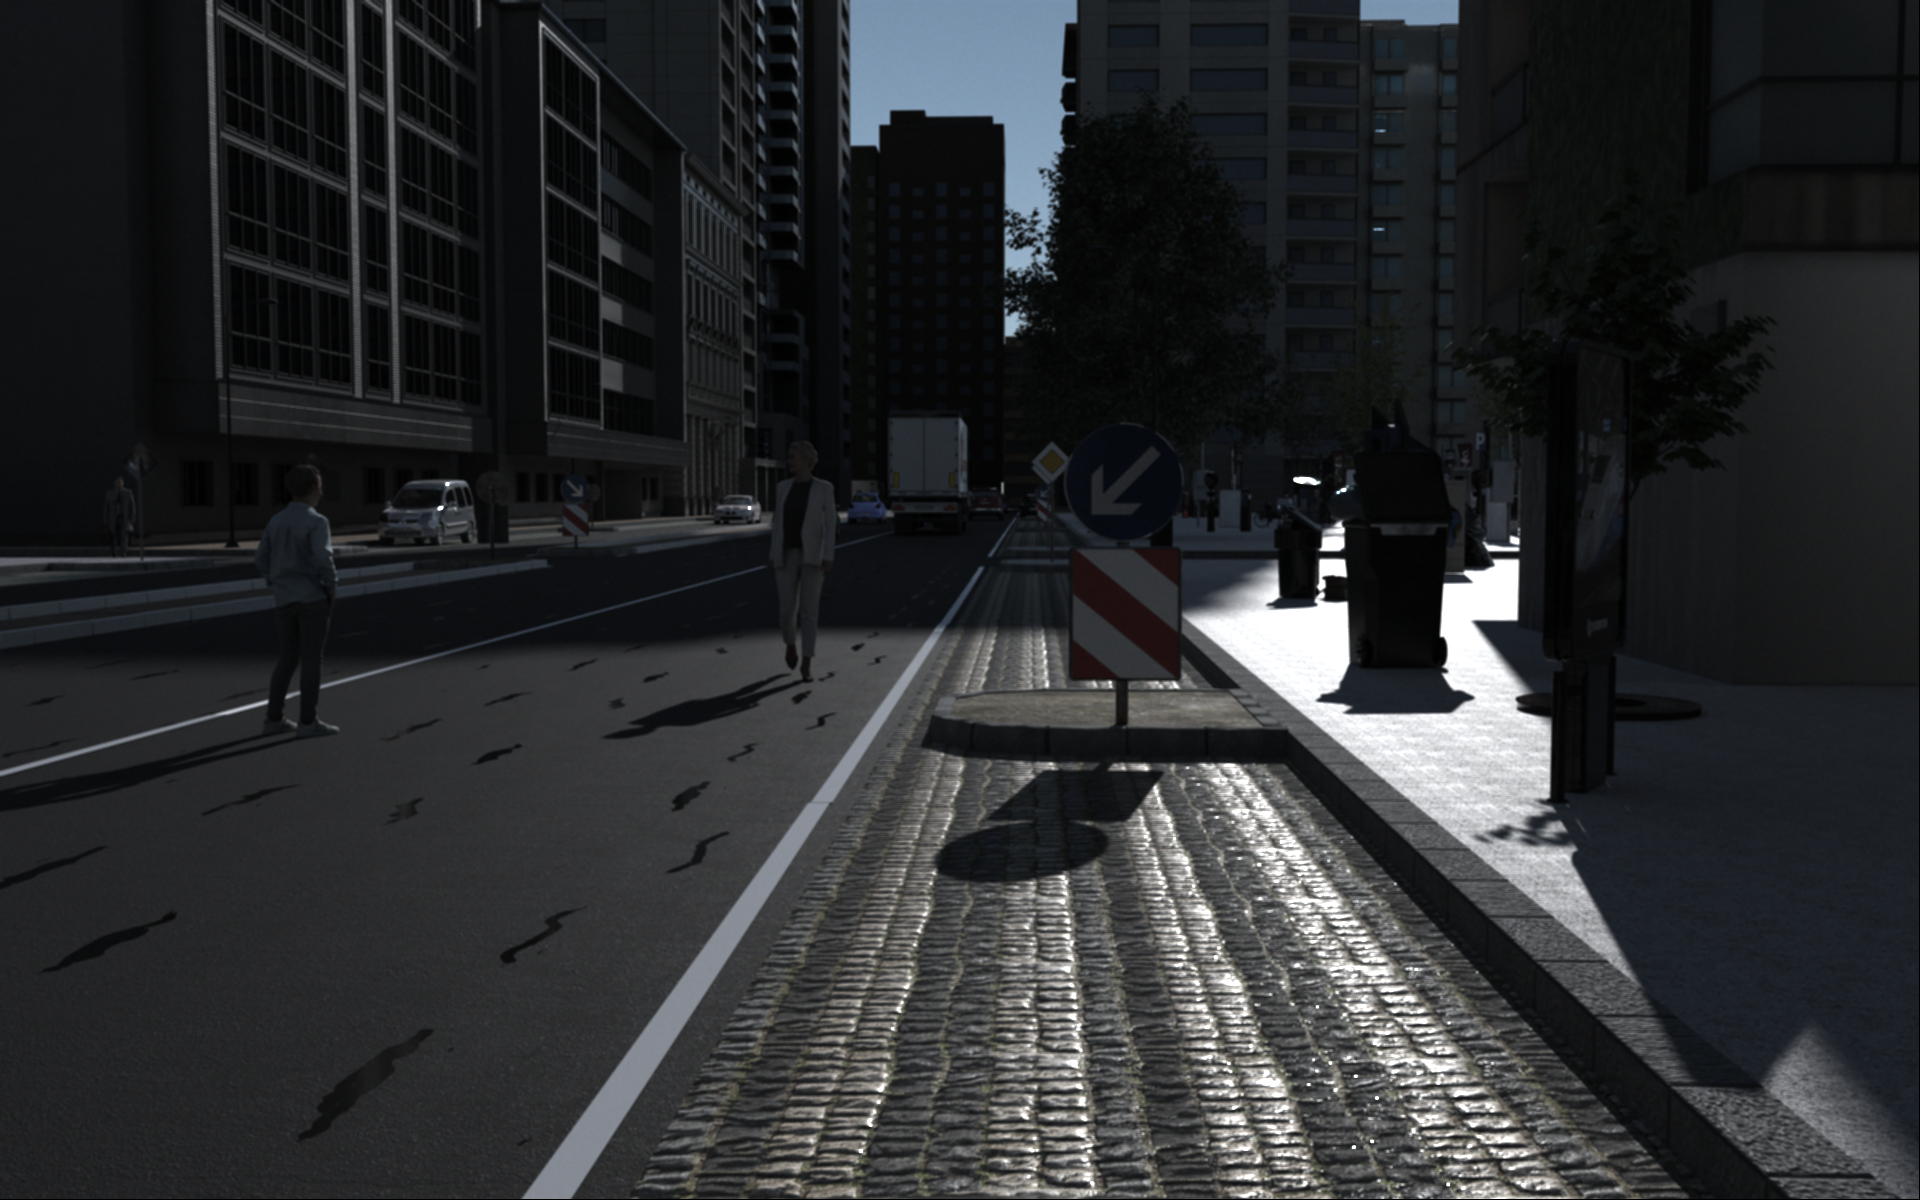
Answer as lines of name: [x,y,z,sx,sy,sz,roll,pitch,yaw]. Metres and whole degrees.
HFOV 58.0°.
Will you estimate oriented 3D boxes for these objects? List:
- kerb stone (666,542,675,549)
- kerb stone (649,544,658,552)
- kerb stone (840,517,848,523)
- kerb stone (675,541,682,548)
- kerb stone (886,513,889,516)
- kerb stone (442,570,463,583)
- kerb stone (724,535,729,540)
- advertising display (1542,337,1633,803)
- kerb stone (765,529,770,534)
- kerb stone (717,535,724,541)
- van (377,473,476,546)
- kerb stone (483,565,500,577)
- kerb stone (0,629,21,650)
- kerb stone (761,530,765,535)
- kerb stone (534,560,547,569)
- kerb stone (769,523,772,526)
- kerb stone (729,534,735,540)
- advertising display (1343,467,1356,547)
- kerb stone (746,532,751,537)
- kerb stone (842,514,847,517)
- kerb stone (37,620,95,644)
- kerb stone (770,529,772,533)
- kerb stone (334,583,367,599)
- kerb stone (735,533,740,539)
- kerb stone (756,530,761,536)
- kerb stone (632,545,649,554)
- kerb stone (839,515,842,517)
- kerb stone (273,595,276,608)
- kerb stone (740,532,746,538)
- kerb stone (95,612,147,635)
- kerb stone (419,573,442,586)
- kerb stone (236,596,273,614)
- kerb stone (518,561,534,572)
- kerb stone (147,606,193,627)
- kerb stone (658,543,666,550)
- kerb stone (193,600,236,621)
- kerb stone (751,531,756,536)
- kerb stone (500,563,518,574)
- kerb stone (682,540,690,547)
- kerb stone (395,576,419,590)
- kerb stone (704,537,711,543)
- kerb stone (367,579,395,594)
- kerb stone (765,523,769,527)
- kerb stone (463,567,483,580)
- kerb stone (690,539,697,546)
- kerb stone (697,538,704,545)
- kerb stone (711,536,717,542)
kerb stone: [-7.684,-1.405,45.235,0.120,0.150,1.000,0,4,2]
kerb stone: [-7.764,-1.284,43.189,0.120,0.150,1.000,0,4,2]
kerb stone: [-5.895,-4.042,88.288,0.120,0.150,1.000,0,4,2]
kerb stone: [-7.644,-1.469,46.256,0.120,0.150,1.000,0,4,2]
kerb stone: [-4.791,-5.668,114.917,0.120,0.150,1.000,0,4,2]
kerb stone: [-8.380,-0.372,28.284,0.120,0.150,1.000,0,4,2]
kerb stone: [-7.342,-1.910,53.447,0.120,0.150,1.000,0,4,2]
advertising display: [2.729,-0.141,7.523,0.123,1.923,0.974,2,4,34]
kerb stone: [-6.999,-2.414,61.659,0.120,0.150,1.000,0,4,2]
kerb stone: [-7.382,-1.849,52.419,0.120,0.150,1.000,0,4,2]
van: [-15.067,-2.567,48.988,2.013,2.044,4.112,0,4,2]
kerb stone: [-8.304,-0.497,30.327,0.120,0.150,1.000,0,4,2]
kerb stone: [-8.892,0.380,15.985,0.120,0.150,1.000,0,4,2]
kerb stone: [-7.040,-2.351,60.630,0.120,0.150,1.000,0,4,2]
kerb stone: [-8.167,-0.685,33.428,0.120,0.150,1.000,0,4,2]
kerb stone: [-8.502,-3.290,76.102,0.120,0.150,1.000,0,4,2]
kerb stone: [-7.292,-1.974,54.468,0.120,0.150,1.000,0,4,2]
advertising display: [9.797,-2.254,42.074,0.974,1.923,0.123,0,4,-2]
kerb stone: [-7.171,-2.162,57.543,0.120,0.150,1.000,0,4,2]
kerb stone: [-7.224,-5.178,106.851,0.120,0.150,1.000,0,4,2]
kerb stone: [-8.855,0.317,17.007,0.120,0.150,1.000,0,4,2]
kerb stone: [-6.959,-2.469,62.693,0.120,0.150,1.000,0,4,2]
kerb stone: [-8.558,-0.114,24.173,0.120,0.150,1.000,0,4,2]
kerb stone: [-7.259,-2.036,55.490,0.120,0.150,1.000,0,4,2]
kerb stone: [-7.085,-2.288,59.606,0.120,0.150,1.000,0,4,2]
kerb stone: [-7.803,-1.221,42.155,0.120,0.150,1.000,0,4,2]
kerb stone: [-7.356,-4.987,103.782,0.120,0.150,1.000,0,4,2]
kerb stone: [-8.642,0.008,22.130,0.120,0.150,1.000,0,4,2]
kerb stone: [-7.216,-2.099,56.521,0.120,0.150,1.000,0,4,2]
kerb stone: [-8.810,0.259,18.038,0.120,0.150,1.000,0,4,2]
kerb stone: [-8.424,-0.310,27.257,0.120,0.150,1.000,0,4,2]
kerb stone: [-8.679,0.066,21.109,0.120,0.150,1.000,0,4,2]
kerb stone: [-8.214,-0.624,32.395,0.120,0.150,1.000,0,4,2]
kerb stone: [-8.773,0.192,19.059,0.120,0.150,1.000,0,4,2]
kerb stone: [-7.725,-1.347,44.213,0.120,0.150,1.000,0,4,2]
kerb stone: [-8.719,0.131,20.080,0.120,0.150,1.000,0,4,2]
kerb stone: [-7.128,-2.225,58.575,0.120,0.150,1.000,0,4,2]
kerb stone: [-8.260,-0.561,31.365,0.120,0.150,1.000,0,4,2]
kerb stone: [-7.593,-1.534,47.277,0.120,0.150,1.000,0,4,2]
kerb stone: [-8.463,-0.246,26.221,0.120,0.150,1.000,0,4,2]
kerb stone: [-7.462,-1.723,50.360,0.120,0.150,1.000,0,4,2]
kerb stone: [-8.508,-0.180,25.199,0.120,0.150,1.000,0,4,2]
kerb stone: [-8.543,-3.235,75.080,0.120,0.150,1.000,0,4,2]
kerb stone: [-8.340,-0.435,29.305,0.120,0.150,1.000,0,4,2]
kerb stone: [-7.561,-1.597,48.309,0.120,0.150,1.000,0,4,2]
kerb stone: [-7.510,-1.657,49.339,0.120,0.150,1.000,0,4,2]
kerb stone: [-7.425,-1.785,51.381,0.120,0.150,1.000,0,4,2]
